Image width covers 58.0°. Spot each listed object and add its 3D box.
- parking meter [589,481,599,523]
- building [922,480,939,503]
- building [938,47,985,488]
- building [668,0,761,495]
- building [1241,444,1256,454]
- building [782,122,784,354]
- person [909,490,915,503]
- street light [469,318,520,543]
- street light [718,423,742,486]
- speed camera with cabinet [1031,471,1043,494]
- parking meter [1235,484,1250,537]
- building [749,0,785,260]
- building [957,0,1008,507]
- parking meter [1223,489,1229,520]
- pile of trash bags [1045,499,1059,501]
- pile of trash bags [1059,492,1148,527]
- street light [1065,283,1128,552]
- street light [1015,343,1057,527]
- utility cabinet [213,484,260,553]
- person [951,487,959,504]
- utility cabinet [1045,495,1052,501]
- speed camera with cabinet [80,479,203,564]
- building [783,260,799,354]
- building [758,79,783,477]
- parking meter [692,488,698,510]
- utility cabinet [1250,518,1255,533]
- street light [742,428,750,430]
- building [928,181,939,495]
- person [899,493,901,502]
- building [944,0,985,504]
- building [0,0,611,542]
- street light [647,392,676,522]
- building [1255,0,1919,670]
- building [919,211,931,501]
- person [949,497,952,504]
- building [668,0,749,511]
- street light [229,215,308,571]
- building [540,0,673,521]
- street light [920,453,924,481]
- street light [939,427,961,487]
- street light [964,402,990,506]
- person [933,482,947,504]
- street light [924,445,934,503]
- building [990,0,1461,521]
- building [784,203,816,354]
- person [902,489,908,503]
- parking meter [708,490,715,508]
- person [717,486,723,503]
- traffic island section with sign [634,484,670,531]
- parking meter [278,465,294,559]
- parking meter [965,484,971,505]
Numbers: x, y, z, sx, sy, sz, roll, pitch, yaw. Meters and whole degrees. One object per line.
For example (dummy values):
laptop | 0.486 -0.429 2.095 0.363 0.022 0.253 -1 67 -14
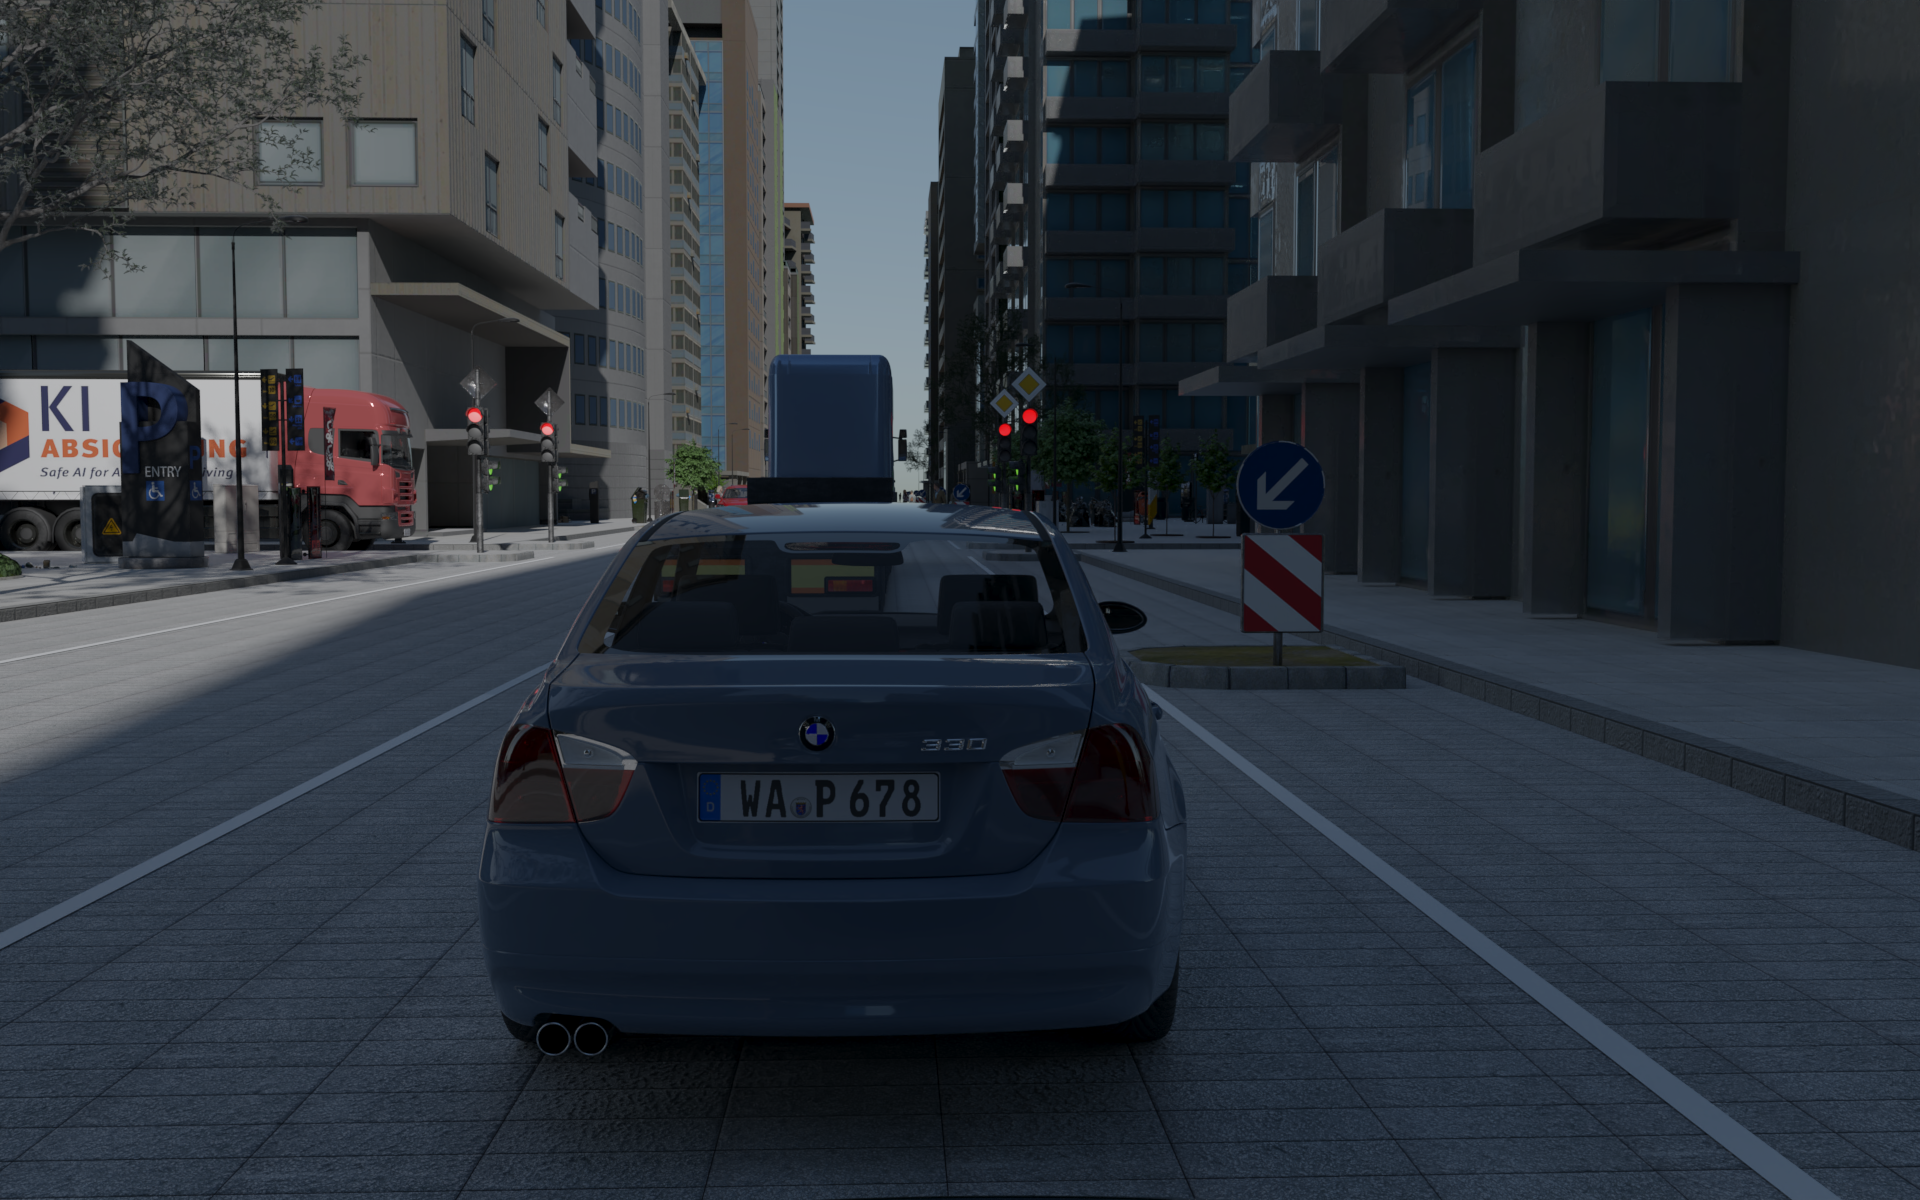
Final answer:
parking meter | -16.003 -4.282 75.717 0.399 1.863 0.255 0 4 -1
building | 11.327 -32.485 223.017 32.217 40.220 23.993 0 4 -2
building | 8.650 -34.366 185.583 21.300 48.544 21.600 0 4 -2
building | -24.980 -30.658 151.372 14.600 45.320 14.200 0 4 -2
building | 24.622 -24.650 57.654 28.867 44.769 22.147 0 4 -2
building | -25.723 -30.341 179.666 14.154 41.232 14.086 0 4 -2
person | -3.373 -6.853 121.542 0.512 1.701 0.522 0 4 0
street light | -12.277 -4.474 45.699 1.470 5.913 1.316 0 4 -2
street light | -15.130 -8.563 112.548 1.470 5.913 1.316 0 4 -2
speed camera with cabinet | 2.896 -4.421 66.617 0.660 3.252 2.038 0 4 5
parking meter | 8.550 -2.852 52.335 0.399 1.863 0.255 -1 4 -19
building | -31.328 -48.254 227.208 20.563 71.187 20.611 0 4 -2
building | 10.476 -42.479 132.782 20.563 71.187 20.611 0 4 -2
parking meter | 13.015 -4.688 85.061 0.372 1.533 0.369 0 3 0
pile of trash bags | 3.731 -4.311 80.244 1.912 1.369 3.447 -1 4 -18
pile of trash bags | 5.808 -3.532 67.505 3.447 1.369 1.912 1 4 11
street light | 3.008 -4.020 38.262 1.470 5.913 1.316 0 4 -2
street light | 2.386 -4.943 53.361 1.470 5.913 1.316 0 4 -2
utility cabinet | -15.798 -1.785 37.859 0.318 1.500 1.173 1 4 12
person | -0.233 -4.602 84.290 0.362 1.759 0.519 2 4 27
utility cabinet | 4.078 -4.586 86.147 1.020 1.237 0.306 -2 4 -33
speed camera with cabinet | -15.320 -2.329 32.415 2.038 3.252 0.660 -2 4 -32
building | -26.952 -26.886 211.292 14.160 30.474 14.107 0 4 -2
building | -24.820 -29.482 165.633 14.154 41.232 14.086 0 4 -2
parking meter | -17.122 -6.487 111.768 0.255 1.863 0.399 -3 4 -37
utility cabinet | 9.347 -2.744 56.029 0.306 1.237 1.020 2 4 25
street light | -15.538 -9.164 122.365 1.470 5.913 1.316 0 4 -2
building | 2.636 -36.191 241.837 14.600 45.320 14.200 0 4 -2
person | -8.661 -14.707 250.427 0.415 1.643 0.593 1 4 20
building | 10.159 -51.715 158.213 22.319 86.520 31.000 0 4 -2
building | -27.373 -28.605 56.930 28.713 52.752 27.495 0 4 -2
street light | -13.683 -6.528 79.276 1.470 5.913 1.316 0 4 -2
building | 16.109 -24.593 21.710 23.786 49.044 30.456 0 4 -2
building | 5.708 -39.461 264.798 23.786 49.044 30.456 0 4 -2
person | -0.472 -4.642 88.652 0.590 1.304 0.306 -3 5 -43
building | -32.828 -26.926 132.121 32.217 40.220 23.993 0 4 -2
street light | -11.552 -3.452 28.980 1.470 5.913 1.316 0 4 -2
building | -27.903 -33.673 92.550 21.231 58.520 28.212 0 4 -2
street light | -3.734 -13.723 196.913 1.470 5.913 1.316 0 4 -2
street light | -0.500 -9.060 120.677 1.470 5.913 1.316 0 4 -2
street light | 0.917 -7.008 87.123 1.470 5.913 1.316 0 4 -2
person | -0.736 -3.088 58.899 0.656 1.842 0.836 1 4 16
street light | -2.359 -11.652 163.058 1.470 5.913 1.316 0 4 -2
building | 13.395 -29.681 104.886 23.786 49.044 30.456 0 4 -2
building | -32.468 -36.578 252.681 22.147 44.769 28.867 0 4 -2
person | -3.892 -6.759 119.603 0.643 1.750 0.593 1 4 8
parking meter | -14.724 -5.767 102.704 0.372 1.533 0.369 0 3 0
person | -10.504 -4.144 76.429 0.526 1.800 0.537 1 4 23
traffic island section with sign | -11.796 -3.671 68.652 1.989 1.847 2.006 0 4 -2
parking meter | -13.285 -1.741 34.173 0.255 1.863 0.399 -2 4 -29
parking meter | 0.458 -5.750 99.726 0.255 1.863 0.399 -1 4 -10
